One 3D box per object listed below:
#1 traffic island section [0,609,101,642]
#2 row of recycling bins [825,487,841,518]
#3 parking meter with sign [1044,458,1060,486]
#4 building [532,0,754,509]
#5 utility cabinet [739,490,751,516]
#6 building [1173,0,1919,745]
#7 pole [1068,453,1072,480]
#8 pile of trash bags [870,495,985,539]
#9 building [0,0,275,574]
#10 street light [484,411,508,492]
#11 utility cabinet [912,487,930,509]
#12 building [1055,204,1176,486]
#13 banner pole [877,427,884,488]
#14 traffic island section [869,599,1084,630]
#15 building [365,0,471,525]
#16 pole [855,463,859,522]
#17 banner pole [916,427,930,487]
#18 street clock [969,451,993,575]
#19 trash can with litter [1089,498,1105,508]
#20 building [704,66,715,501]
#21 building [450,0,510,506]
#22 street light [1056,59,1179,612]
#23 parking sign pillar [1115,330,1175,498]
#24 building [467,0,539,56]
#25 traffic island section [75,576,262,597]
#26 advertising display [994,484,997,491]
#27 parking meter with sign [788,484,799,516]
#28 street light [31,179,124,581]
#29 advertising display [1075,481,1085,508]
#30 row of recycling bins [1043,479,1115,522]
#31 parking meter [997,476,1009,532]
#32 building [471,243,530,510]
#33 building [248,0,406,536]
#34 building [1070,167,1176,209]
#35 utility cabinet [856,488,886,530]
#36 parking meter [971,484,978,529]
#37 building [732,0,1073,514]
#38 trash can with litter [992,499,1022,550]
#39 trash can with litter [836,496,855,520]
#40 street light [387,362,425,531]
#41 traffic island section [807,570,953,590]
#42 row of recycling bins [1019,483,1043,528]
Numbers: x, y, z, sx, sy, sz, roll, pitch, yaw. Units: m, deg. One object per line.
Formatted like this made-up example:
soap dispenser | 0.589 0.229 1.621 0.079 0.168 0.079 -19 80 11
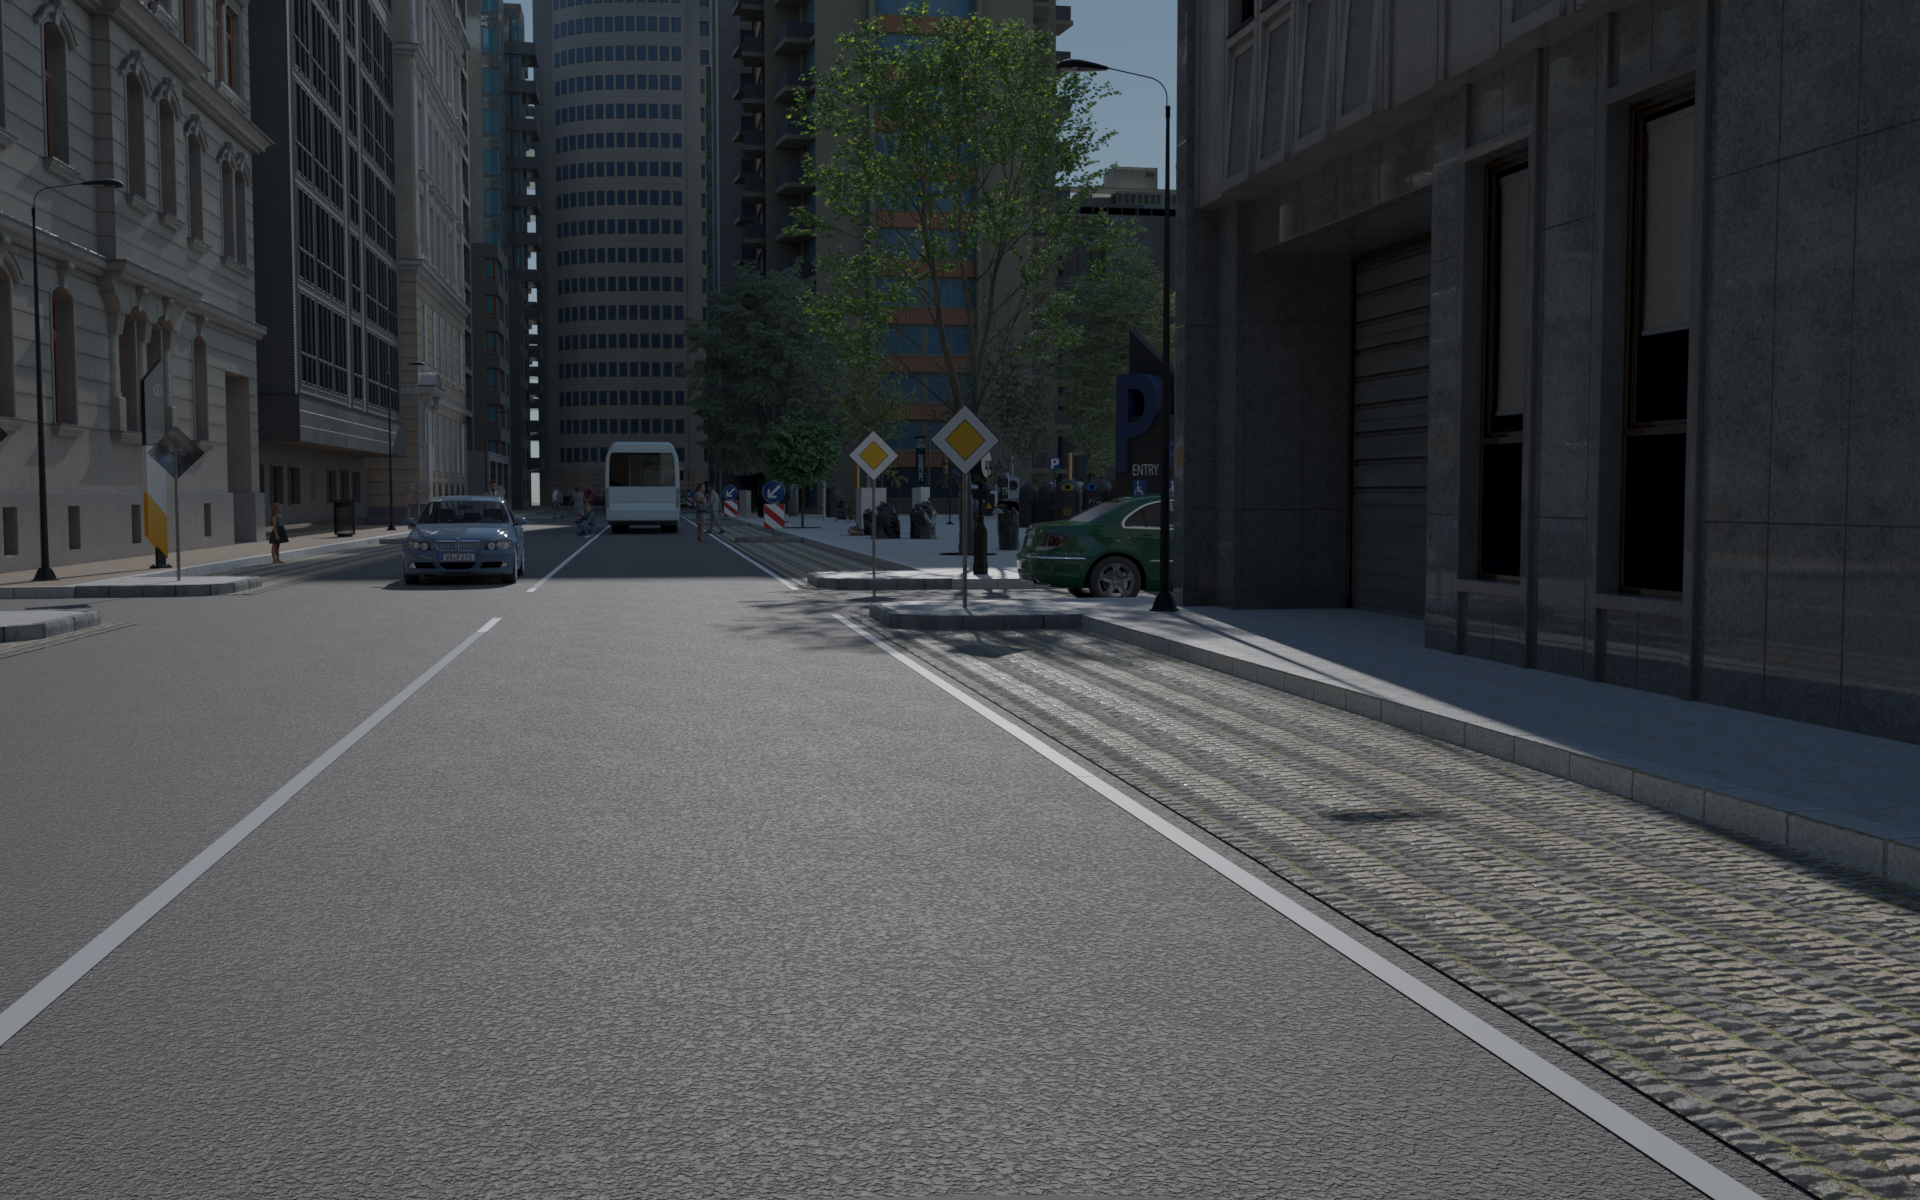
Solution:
traffic island section | -10.154 0.277 17.750 2.009 0.180 2.903 -1 4 -10
row of recycling bins | -7.144 -5.459 96.363 1.069 1.692 3.534 0 4 -5
parking meter with sign | 4.415 -5.390 84.384 0.543 3.016 1.738 -1 4 -10
building | -32.694 -39.838 193.344 28.212 58.520 21.231 -1 4 -10
utility cabinet | -12.176 -5.478 98.237 0.318 1.500 1.173 -2 4 -26
building | 10.142 -11.782 10.656 12.078 24.808 19.932 -1 4 -10
pole | 5.438 -5.620 85.726 0.158 3.312 0.155 0 3 0
pile of trash bags | -0.955 -2.457 49.916 3.447 1.369 1.912 1 4 16
building | -23.067 -15.102 34.306 14.401 28.519 23.554 -1 4 -10
street light | -25.929 -7.596 96.732 1.470 5.913 1.316 -1 4 -10
utility cabinet | -1.273 -2.891 55.952 0.318 1.500 1.173 1 4 13
building | 15.693 -24.762 176.554 14.107 30.474 14.160 -1 4 -10
banner pole | -3.007 -4.603 65.276 0.401 3.779 0.863 -1 4 -19
traffic island section | 0.074 0.165 19.583 2.009 0.180 2.903 -1 4 -10
building | -30.240 -17.973 79.758 13.634 28.700 20.117 -1 4 -10
pole | -4.706 -5.219 79.167 0.158 3.312 0.155 0 3 0
banner pole | -1.357 -4.599 65.214 0.863 3.779 0.401 3 4 37
street clock | 0.328 -1.409 27.605 0.358 2.002 0.471 2 4 24
trash can with litter | 2.384 -1.391 33.807 1.678 1.210 2.233 3 4 39
building | -17.960 -29.781 170.513 14.154 41.232 14.086 -1 4 -10
building | -38.988 -40.843 106.033 20.563 71.187 20.611 -1 4 -10
street light | 1.712 -2.827 18.763 1.470 5.913 1.316 -1 4 -10
parking sign pillar | 3.051 -2.411 27.887 1.447 3.967 1.447 -2 4 -31
building | -54.257 -32.974 158.740 30.456 49.044 23.786 -1 4 -10
traffic island section | -11.571 -0.204 25.609 2.009 0.180 2.903 -1 4 -10
advertising display | 2.156 -5.426 93.927 0.123 1.923 0.974 -2 4 -31
parking meter with sign | -9.766 -6.449 101.696 0.543 3.016 1.738 0 4 4
street light | -13.032 -3.245 25.599 1.470 5.913 1.316 -1 4 -10
advertising display | 5.573 -4.838 84.312 0.974 1.923 0.123 1 4 14
row of recycling bins | 4.128 -2.474 47.558 3.534 1.692 1.069 2 4 35
parking meter | 1.373 -3.035 55.340 0.255 1.863 0.399 -1 4 -20
building | -47.966 -17.515 131.402 27.650 21.520 28.899 -1 4 -10
building | -27.645 -16.169 57.874 14.314 27.812 24.014 -1 4 -10
building | 20.806 -31.596 208.481 23.993 40.220 32.217 -1 4 -10
utility cabinet | -3.132 -3.194 60.907 1.173 1.500 0.318 -3 5 -45
parking meter | 0.336 -2.134 43.295 0.372 1.533 0.369 0 3 0
building | -4.565 -28.588 122.039 22.147 44.769 28.867 -1 4 -10
trash can with litter | 1.094 -1.742 39.868 0.624 1.170 1.055 0 4 8
trash can with litter | -5.670 -4.596 86.540 1.055 1.170 0.624 1 4 15
street light | -19.508 -5.410 60.996 1.470 5.913 1.316 -1 4 -10
traffic island section | -1.343 -0.316 27.442 2.009 0.180 2.903 -1 4 -10
row of recycling bins | 3.800 -3.583 65.687 3.534 1.692 1.069 2 4 30
